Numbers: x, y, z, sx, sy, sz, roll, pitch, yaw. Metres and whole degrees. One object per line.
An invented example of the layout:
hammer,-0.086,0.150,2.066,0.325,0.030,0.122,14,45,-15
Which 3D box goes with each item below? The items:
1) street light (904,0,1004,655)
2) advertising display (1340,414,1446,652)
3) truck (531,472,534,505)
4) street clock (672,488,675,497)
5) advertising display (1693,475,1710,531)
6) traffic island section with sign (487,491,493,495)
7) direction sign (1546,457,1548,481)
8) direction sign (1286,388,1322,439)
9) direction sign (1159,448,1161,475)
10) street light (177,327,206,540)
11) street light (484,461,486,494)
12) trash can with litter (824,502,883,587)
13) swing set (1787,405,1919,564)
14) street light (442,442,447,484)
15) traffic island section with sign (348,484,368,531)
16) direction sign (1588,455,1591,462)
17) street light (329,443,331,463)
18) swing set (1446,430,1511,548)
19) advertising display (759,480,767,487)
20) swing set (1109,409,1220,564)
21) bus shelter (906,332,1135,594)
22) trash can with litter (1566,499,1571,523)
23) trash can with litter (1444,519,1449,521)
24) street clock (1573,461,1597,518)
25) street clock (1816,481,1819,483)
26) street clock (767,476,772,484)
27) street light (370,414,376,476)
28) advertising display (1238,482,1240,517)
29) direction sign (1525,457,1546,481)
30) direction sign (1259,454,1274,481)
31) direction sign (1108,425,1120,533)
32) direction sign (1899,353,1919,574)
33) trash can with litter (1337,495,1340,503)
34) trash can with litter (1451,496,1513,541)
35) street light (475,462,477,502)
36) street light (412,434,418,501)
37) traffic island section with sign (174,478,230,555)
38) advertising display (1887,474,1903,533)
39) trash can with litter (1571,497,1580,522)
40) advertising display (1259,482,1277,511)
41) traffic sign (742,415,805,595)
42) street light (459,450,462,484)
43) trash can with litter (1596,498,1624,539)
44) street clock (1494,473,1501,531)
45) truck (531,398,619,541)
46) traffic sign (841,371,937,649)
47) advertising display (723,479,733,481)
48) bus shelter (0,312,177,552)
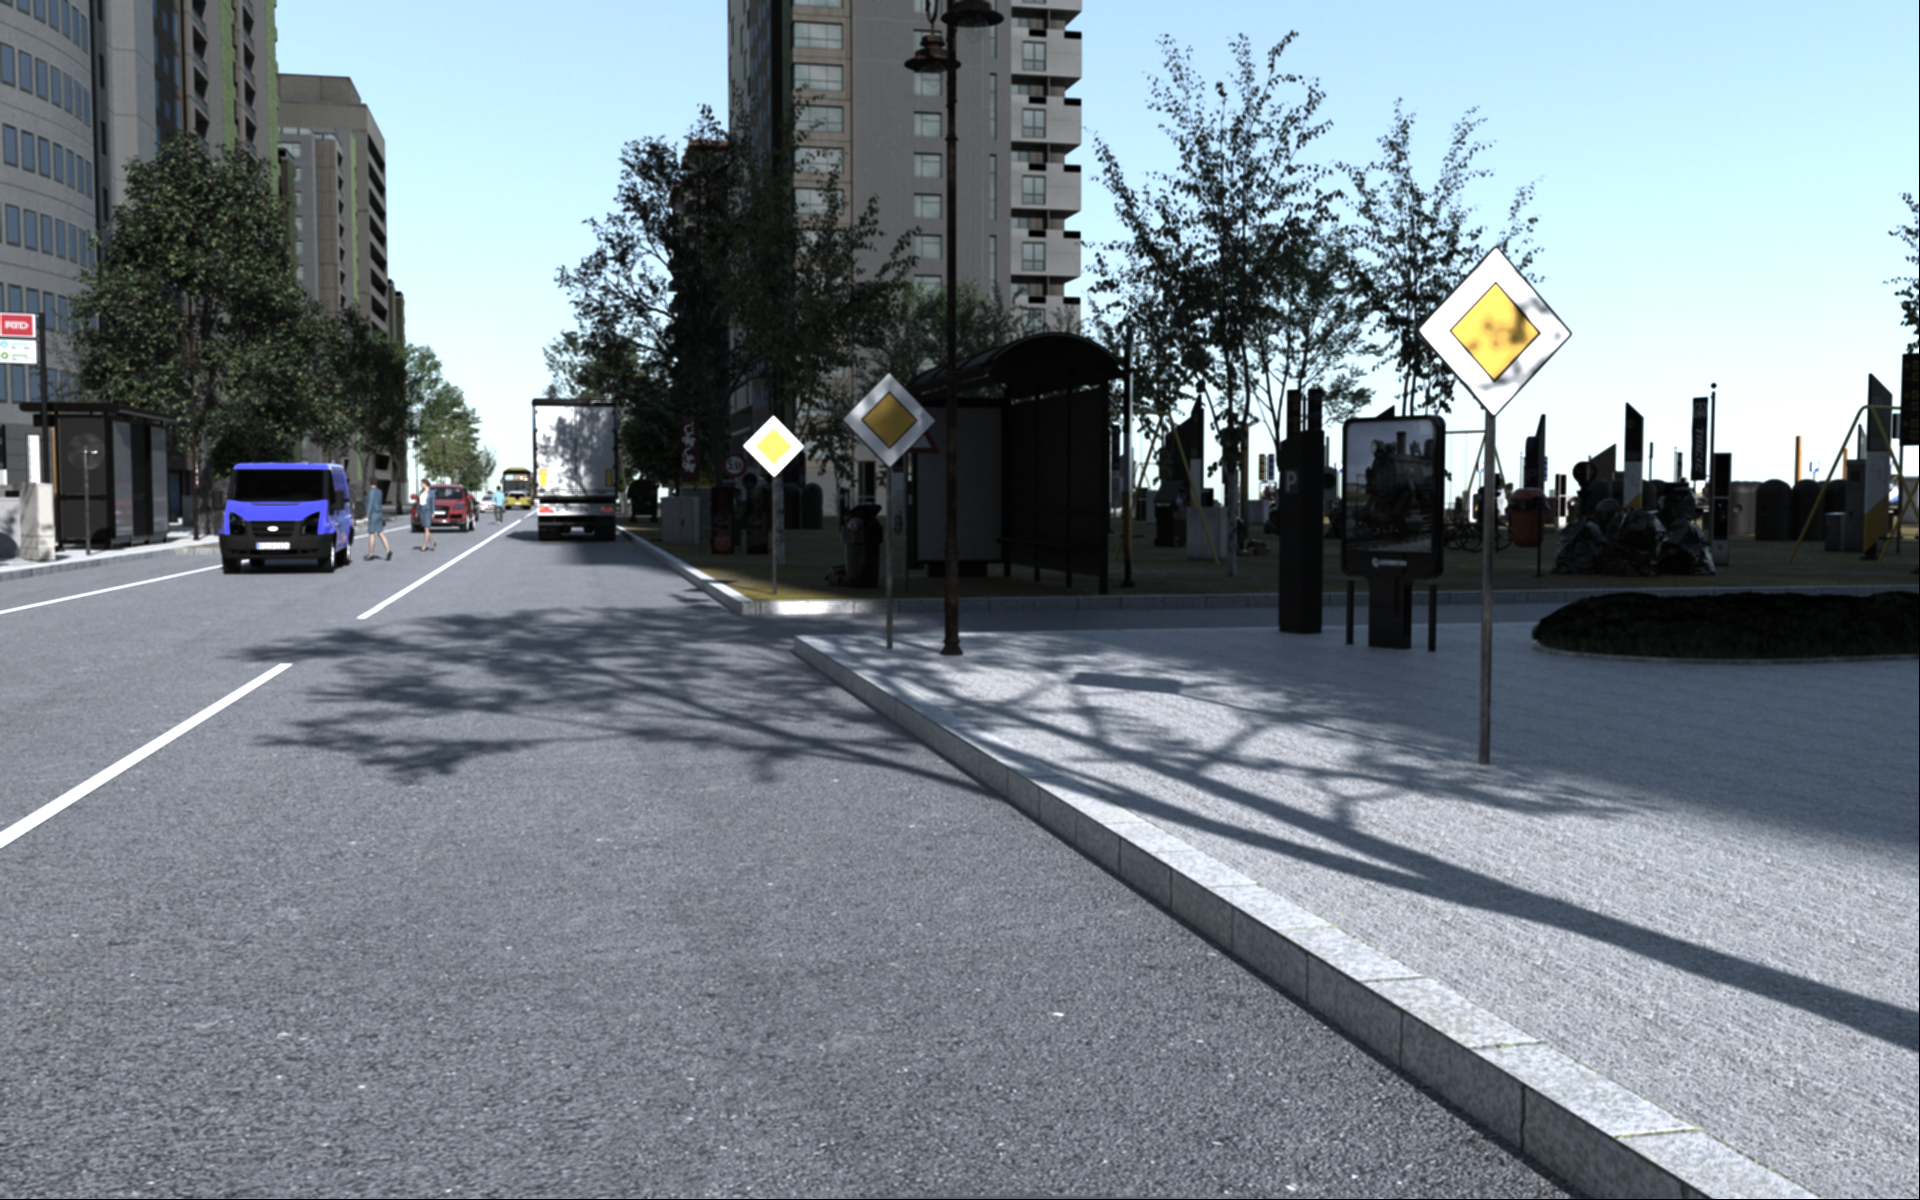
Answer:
street light,-0.066,-2.501,13.677,0.468,5.910,1.993,-1,4,-13
advertising display,3.593,-0.563,14.426,0.123,1.923,0.974,-3,4,-38
truck,-56.401,-14.383,224.068,2.839,4.237,11.283,-1,4,-12
street clock,-14.876,-5.190,89.430,0.471,2.002,0.358,-3,5,-39
advertising display,25.881,-3.344,59.884,0.974,1.923,0.123,1,4,9
traffic island section with sign,-53.568,-11.569,197.788,1.989,1.847,2.006,-1,4,-13
direction sign,34.949,-6.871,104.344,0.876,3.537,0.379,0,4,-6
direction sign,7.413,-2.775,37.364,0.876,3.537,0.379,3,5,44
direction sign,10.064,-5.647,84.319,0.876,3.537,0.379,3,4,37
street light,-21.274,-4.604,48.067,0.468,5.910,1.993,-1,4,-13
street light,-63.731,-15.895,232.667,0.468,5.910,1.993,-1,4,-13
trash can with litter,-1.527,-0.770,23.977,0.624,1.170,1.055,-3,4,-37
swing set,17.031,-2.051,31.151,3.119,2.851,2.862,-2,4,-31
street light,-44.988,-10.906,151.101,0.468,5.910,1.993,-1,4,-13
traffic island section with sign,-23.886,-3.655,68.390,1.989,1.847,2.006,-1,4,-13
direction sign,36.719,-6.672,101.081,0.379,3.537,0.876,2,4,27
street light,-27.920,-6.358,76.748,0.468,5.910,1.993,-1,4,-13
swing set,12.098,-2.797,43.348,2.862,2.851,3.119,-3,4,-38
advertising display,-9.322,-4.653,81.293,0.974,1.923,0.123,3,5,40
swing set,2.878,-2.111,32.138,3.119,2.851,2.862,-3,4,-37
bus shelter,0.596,-1.861,24.356,2.014,3.302,5.546,-1,4,-13
trash can with litter,27.418,-4.070,77.928,0.624,1.170,1.055,-1,4,-21
trash can with litter,23.603,-4.385,82.757,2.233,1.210,1.678,3,5,39
street clock,13.873,-2.075,38.496,0.471,2.002,0.358,3,5,44
street clock,48.650,-5.753,98.632,0.471,2.002,0.358,0,4,0
street clock,-7.531,-3.996,69.899,0.471,2.002,0.358,2,4,25
street light,-31.863,-7.418,94.070,0.468,5.910,1.993,-1,4,-13
advertising display,15.155,-5.523,95.521,0.123,1.923,0.974,3,4,37
direction sign,30.070,-6.038,90.724,0.876,3.537,0.379,1,4,16
direction sign,17.304,-6.472,97.815,0.876,3.537,0.379,2,4,26
direction sign,4.867,-3.943,56.468,0.876,3.537,0.379,-3,4,-36
direction sign,15.477,-2.183,27.696,0.379,3.537,0.876,-3,4,-39
trash can with litter,22.101,-5.439,99.985,2.233,1.210,1.678,-2,4,-28
trash can with litter,14.986,-2.249,47.821,2.233,1.210,1.678,0,4,-6
street light,-56.990,-14.118,203.615,0.468,5.910,1.993,-1,4,-13
street light,-38.350,-9.143,122.281,0.468,5.910,1.993,-1,4,-13
traffic island section with sign,-17.862,-2.048,42.114,1.989,1.847,2.006,-1,4,-13
advertising display,30.199,-3.130,56.389,0.974,1.923,0.123,0,4,-8
trash can with litter,26.541,-3.773,73.078,1.055,1.170,0.624,0,4,-8
advertising display,16.203,-5.254,91.117,0.974,1.923,0.123,3,4,38
traffic sign,-2.371,-1.127,22.072,0.795,2.450,0.064,-1,4,-13
street light,-50.546,-12.374,175.096,0.468,5.910,1.993,-1,4,-13
trash can with litter,16.167,-1.954,43.330,0.624,1.170,1.055,3,5,41
street clock,18.740,-3.424,60.552,0.358,2.002,0.471,1,4,21
truck,-12.455,-4.125,56.357,2.839,4.237,11.283,-1,4,-12
traffic sign,-0.586,-0.651,14.288,0.795,2.450,0.064,-1,4,-13
advertising display,-9.802,-4.233,74.425,0.974,1.923,0.123,-2,4,-24
bus shelter,-20.680,-3.879,41.046,2.179,5.291,8.768,-1,4,-13
